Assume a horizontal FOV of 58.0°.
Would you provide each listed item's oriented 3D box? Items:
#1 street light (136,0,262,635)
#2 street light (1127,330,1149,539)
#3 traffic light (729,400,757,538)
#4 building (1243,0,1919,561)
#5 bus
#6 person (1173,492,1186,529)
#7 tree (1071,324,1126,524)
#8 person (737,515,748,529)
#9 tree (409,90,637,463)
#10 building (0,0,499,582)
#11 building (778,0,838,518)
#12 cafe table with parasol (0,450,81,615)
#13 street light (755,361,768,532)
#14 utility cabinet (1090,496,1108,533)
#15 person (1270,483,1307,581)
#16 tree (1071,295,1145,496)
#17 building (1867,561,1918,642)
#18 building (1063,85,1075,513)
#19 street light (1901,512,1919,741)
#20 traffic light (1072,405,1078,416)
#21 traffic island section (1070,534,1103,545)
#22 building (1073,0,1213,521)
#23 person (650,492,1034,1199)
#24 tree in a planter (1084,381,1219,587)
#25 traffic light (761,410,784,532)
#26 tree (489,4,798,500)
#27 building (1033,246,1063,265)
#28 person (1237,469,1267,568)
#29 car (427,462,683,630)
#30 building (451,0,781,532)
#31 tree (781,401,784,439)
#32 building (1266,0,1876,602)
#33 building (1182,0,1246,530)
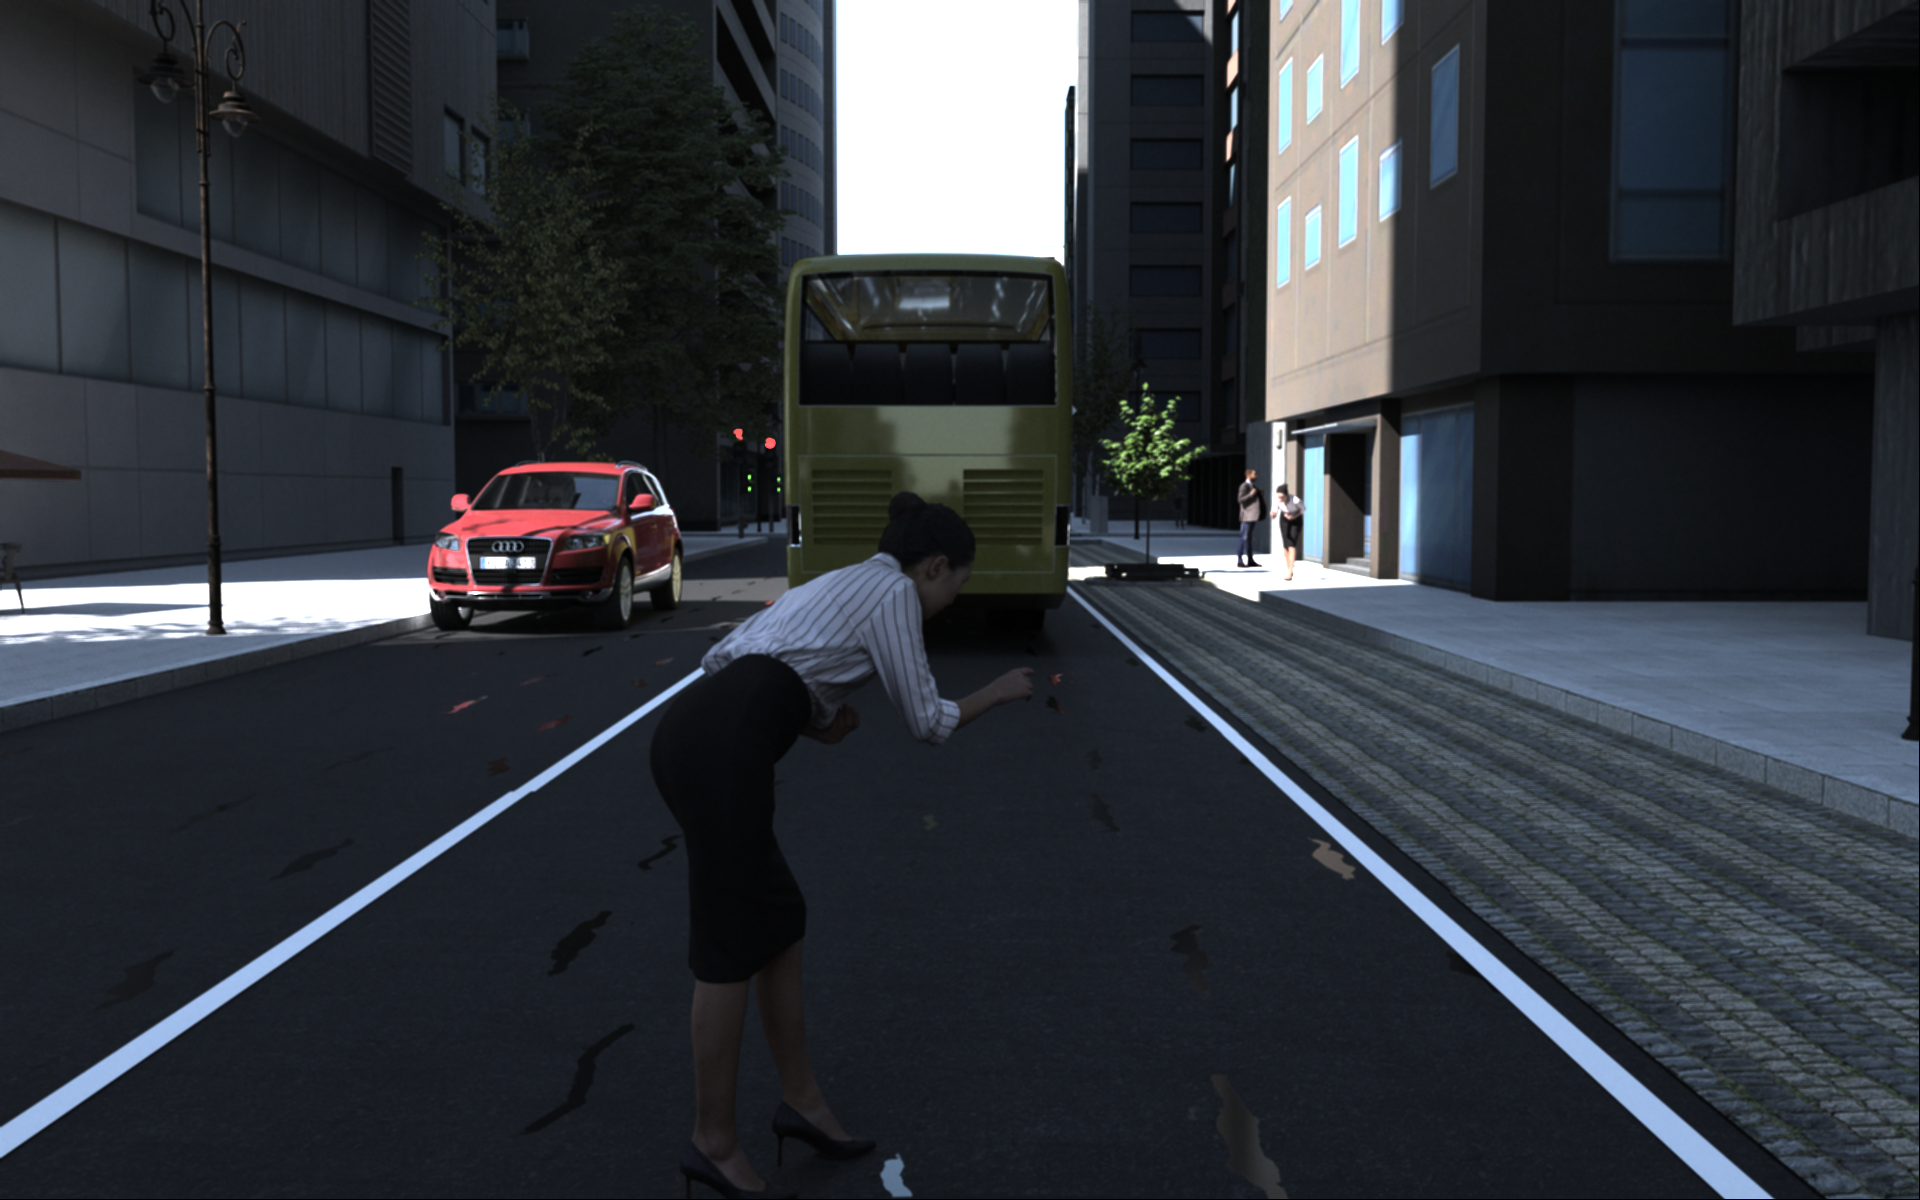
[{"bbox_3d":[-6.796,-2.621,15.646,0.468,5.910,1.993,0,3,0],"label":"street light"},{"bbox_3d":[5.016,-4.659,48.961,0.468,5.910,1.993,0,3,0],"label":"street light"},{"bbox_3d":[-6.312,-3.735,49.987,0.839,4.253,0.868,0,3,0],"label":"traffic light"},{"bbox_3d":[13.584,-16.473,41.038,14.160,30.474,14.107,0,3,0],"label":"building"},{"bbox_3d":[-0.276,-1.811,21.152,2.896,3.916,12.252,0,3,0],"label":"bus"},{"bbox_3d":[7.954,-3.229,62.752,0.435,1.345,0.340,-1,4,-13],"label":"person"},{"bbox_3d":[5.140,-7.592,74.489,4.360,8.622,3.978,0,3,0],"label":"tree"},{"bbox_3d":[-7.994,-2.878,63.577,0.381,0.543,0.357,3,5,39],"label":"person"},{"bbox_3d":[-7.786,-4.982,31.817,4.737,8.622,4.395,0,3,0],"label":"tree"},{"bbox_3d":[-25.996,-27.239,34.591,27.495,52.752,28.713,0,3,0],"label":"building"},{"bbox_3d":[-18.616,-34.168,100.647,21.231,58.520,28.212,0,3,0],"label":"building"},{"bbox_3d":[-10.839,-0.831,18.450,2.610,1.966,2.610,-1,4,-19],"label":"cafe table with parasol"},{"bbox_3d":[-6.783,-5.234,58.359,0.468,5.910,1.993,0,3,0],"label":"street light"},{"bbox_3d":[4.614,-2.828,57.397,0.306,1.237,1.020,-1,4,-15],"label":"utility cabinet"},{"bbox_3d":[4.807,-1.001,25.593,0.628,1.438,0.799,0,4,-4],"label":"person"},{"bbox_3d":[4.896,-6.925,63.583,4.737,8.622,4.395,0,3,0],"label":"tree"},{"bbox_3d":[13.580,-14.692,11.912,14.160,30.474,14.107,0,3,0],"label":"building"},{"bbox_3d":[14.408,-21.668,125.971,14.160,30.474,14.107,0,3,0],"label":"building"},{"bbox_3d":[5.026,-2.207,8.880,0.468,5.910,1.993,0,3,0],"label":"street light"},{"bbox_3d":[2.969,-3.735,49.995,0.839,4.253,0.868,0,3,0],"label":"traffic light"},{"bbox_3d":[3.009,-1.702,50.109,2.009,0.180,2.903,0,3,0],"label":"traffic island section"},{"bbox_3d":[16.898,-33.884,96.008,21.231,58.520,28.212,0,3,0],"label":"building"},{"bbox_3d":[-0.259,0.493,3.635,0.628,1.438,0.799,1,4,23],"label":"person"},{"bbox_3d":[2.987,-1.846,27.405,1.991,3.239,1.994,0,3,0],"label":"tree in a planter"},{"bbox_3d":[-6.306,-4.223,57.972,0.839,4.253,0.868,0,3,0],"label":"traffic light"},{"bbox_3d":[-7.590,-7.528,41.207,7.486,12.596,7.792,0,3,0],"label":"tree"},{"bbox_3d":[20.202,-19.262,158.916,27.936,21.610,32.646,0,3,0],"label":"building"},{"bbox_3d":[5.077,-1.421,30.104,0.431,1.722,0.655,2,4,34],"label":"person"},{"bbox_3d":[-4.521,-0.692,19.992,2.281,1.827,5.304,0,4,0],"label":"car"},{"bbox_3d":[-18.920,-27.181,68.108,21.300,48.544,21.600,0,3,0],"label":"building"},{"bbox_3d":[-7.053,-8.152,83.651,4.360,8.622,3.978,0,3,0],"label":"tree"},{"bbox_3d":[12.939,-22.987,25.950,14.600,45.320,14.200,0,3,0],"label":"building"},{"bbox_3d":[23.013,-25.333,68.817,28.867,44.769,22.147,0,3,0],"label":"building"}]
